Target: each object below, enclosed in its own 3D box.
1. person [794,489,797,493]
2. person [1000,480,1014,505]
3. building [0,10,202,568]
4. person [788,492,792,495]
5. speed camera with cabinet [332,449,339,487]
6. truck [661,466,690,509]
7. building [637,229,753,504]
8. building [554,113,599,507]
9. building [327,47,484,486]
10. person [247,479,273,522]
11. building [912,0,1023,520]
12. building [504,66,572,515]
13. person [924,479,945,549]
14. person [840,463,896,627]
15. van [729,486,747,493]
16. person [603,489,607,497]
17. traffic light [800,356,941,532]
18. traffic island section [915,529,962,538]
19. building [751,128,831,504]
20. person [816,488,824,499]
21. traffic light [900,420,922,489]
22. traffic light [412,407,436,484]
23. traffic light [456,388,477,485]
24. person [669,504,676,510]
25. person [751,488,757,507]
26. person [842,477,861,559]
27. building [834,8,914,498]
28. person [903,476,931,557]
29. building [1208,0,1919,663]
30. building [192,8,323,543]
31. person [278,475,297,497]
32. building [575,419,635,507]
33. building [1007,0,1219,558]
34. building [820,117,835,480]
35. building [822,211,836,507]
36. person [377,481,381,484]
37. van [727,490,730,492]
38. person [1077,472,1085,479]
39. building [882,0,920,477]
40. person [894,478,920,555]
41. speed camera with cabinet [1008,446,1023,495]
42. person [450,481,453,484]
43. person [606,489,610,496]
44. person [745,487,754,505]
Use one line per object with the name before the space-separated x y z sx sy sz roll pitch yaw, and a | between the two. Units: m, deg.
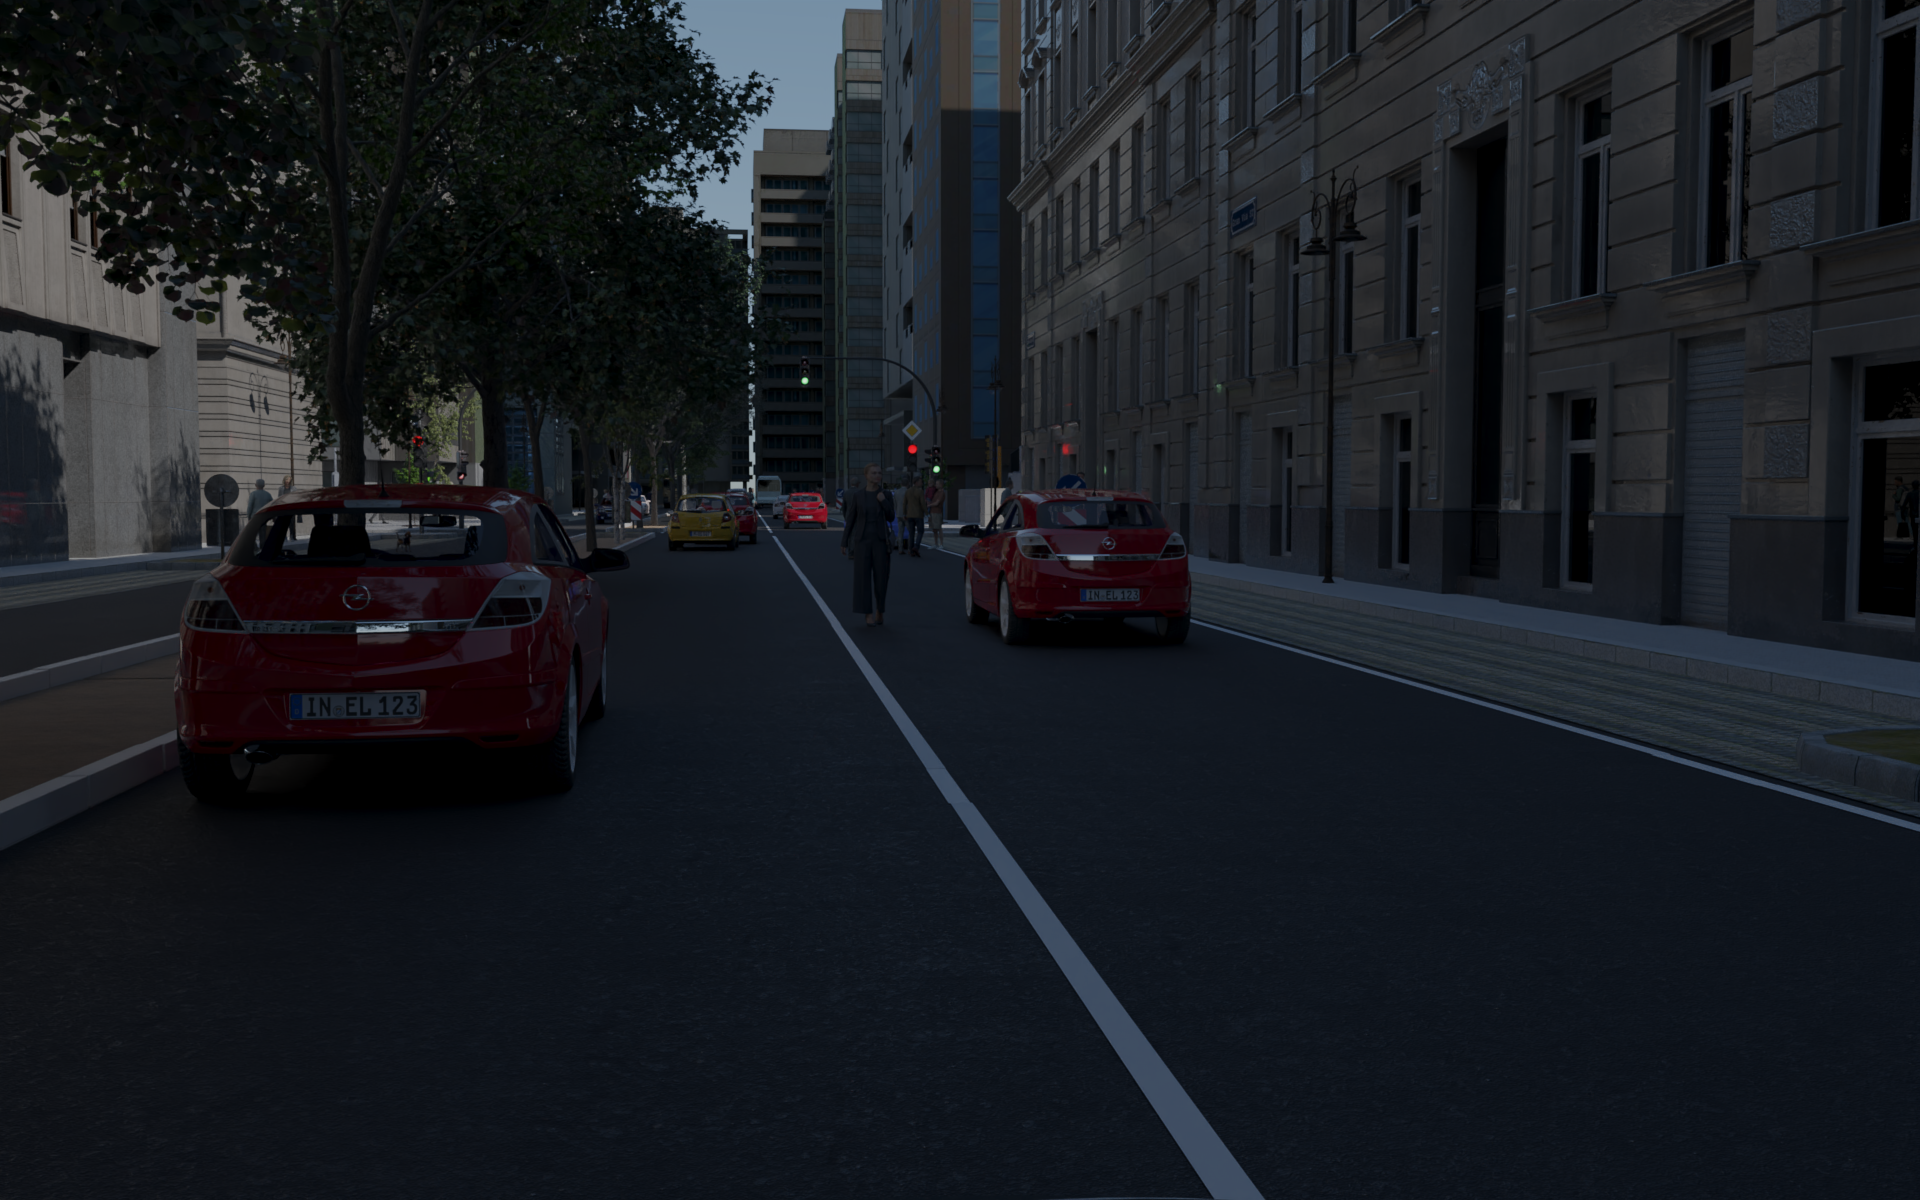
person | -11.404 -6.819 120.086 0.391 1.810 0.635 -1 4 -16
person | 1.254 -2.267 45.665 0.391 1.810 0.635 0 4 2
building | -22.342 -12.898 28.903 12.078 24.808 19.932 0 4 -7
person | -21.028 -12.561 214.673 0.742 1.727 0.445 2 4 25
speed camera with cabinet | -26.150 -4.831 73.321 0.660 3.252 2.038 -2 4 -26
truck | -28.704 -11.398 175.274 2.839 4.237 11.283 0 4 -8
building | -40.536 -33.332 236.863 23.993 40.220 32.217 0 4 -7
building | -46.134 -34.247 149.184 28.713 52.752 27.495 0 4 -7
building | -31.600 -19.180 85.292 14.160 30.474 14.107 0 4 -7
person | -15.302 -1.780 38.093 0.515 1.767 0.782 3 4 37
building | 5.054 -26.949 90.725 14.600 45.320 14.200 0 4 -7
building | -37.565 -49.167 116.556 22.319 86.520 31.000 0 4 -7
person | -0.640 -2.231 44.949 0.580 1.828 0.573 1 4 11
person | -0.983 -0.608 18.868 0.576 1.772 0.534 -1 4 -21
van | -16.416 -7.426 128.428 2.013 2.044 4.112 0 4 -6
person | -25.366 -7.048 124.082 0.624 1.780 0.694 -1 4 -11
traffic light | -2.926 -5.071 57.580 4.771 5.953 1.251 0 4 -7
traffic island section | -0.820 -2.191 58.097 2.009 0.180 2.903 0 4 -7
building | -17.201 -37.308 233.683 21.600 48.544 21.300 0 4 -7
person | -8.472 -5.878 104.573 0.580 1.828 0.573 0 4 2
traffic light | -1.847 -4.708 65.902 0.839 4.253 0.868 0 4 -7
traffic light | -17.394 -4.097 55.913 0.839 4.253 0.868 0 4 -7
traffic light | -16.314 -5.472 64.129 4.771 5.953 1.251 0 4 -7
person | -22.937 -7.672 138.185 0.590 1.304 0.306 -2 4 -31
person | -13.803 -6.496 114.734 0.620 1.820 0.660 2 4 30
person | -2.276 -1.804 38.173 0.661 1.801 0.590 3 5 40
building | -3.266 -28.583 150.918 14.154 41.232 14.086 0 4 -7
person | -0.986 -1.897 39.428 0.656 1.842 0.836 0 4 1
building | 11.875 -13.697 21.216 12.463 27.353 25.104 0 4 -7
building | -29.506 -12.994 48.610 21.152 22.565 11.583 0 4 -7
person | -17.945 -2.461 46.457 0.709 1.800 0.728 -1 4 -19
building | -49.027 -35.327 201.300 21.600 48.544 21.300 0 4 -7
building | 9.083 -15.223 46.164 12.463 27.353 25.104 0 4 -7
building | -4.110 -35.627 202.104 23.786 49.044 30.456 0 4 -7
building | -7.313 -24.951 179.643 14.160 30.474 14.107 0 4 -7
person | -25.063 -4.189 74.641 0.850 1.850 0.679 0 4 -7
van | -20.573 -9.241 158.099 2.013 2.044 4.112 0 4 -5
person | 2.874 -2.260 42.906 0.836 1.842 0.656 -1 4 -9
building | 8.920 -32.579 121.905 28.713 52.752 27.495 0 4 -7
person | -1.305 -1.987 41.091 0.635 1.810 0.391 2 4 35
speed camera with cabinet | 2.182 -4.743 71.883 0.660 3.252 2.038 -1 4 -11
person | -22.540 -4.326 76.653 0.514 1.842 0.818 -1 4 -12
person | -25.684 -7.228 126.684 0.388 1.821 0.555 -1 4 -17
person | -11.174 -5.107 92.185 0.466 1.800 0.511 3 5 43
